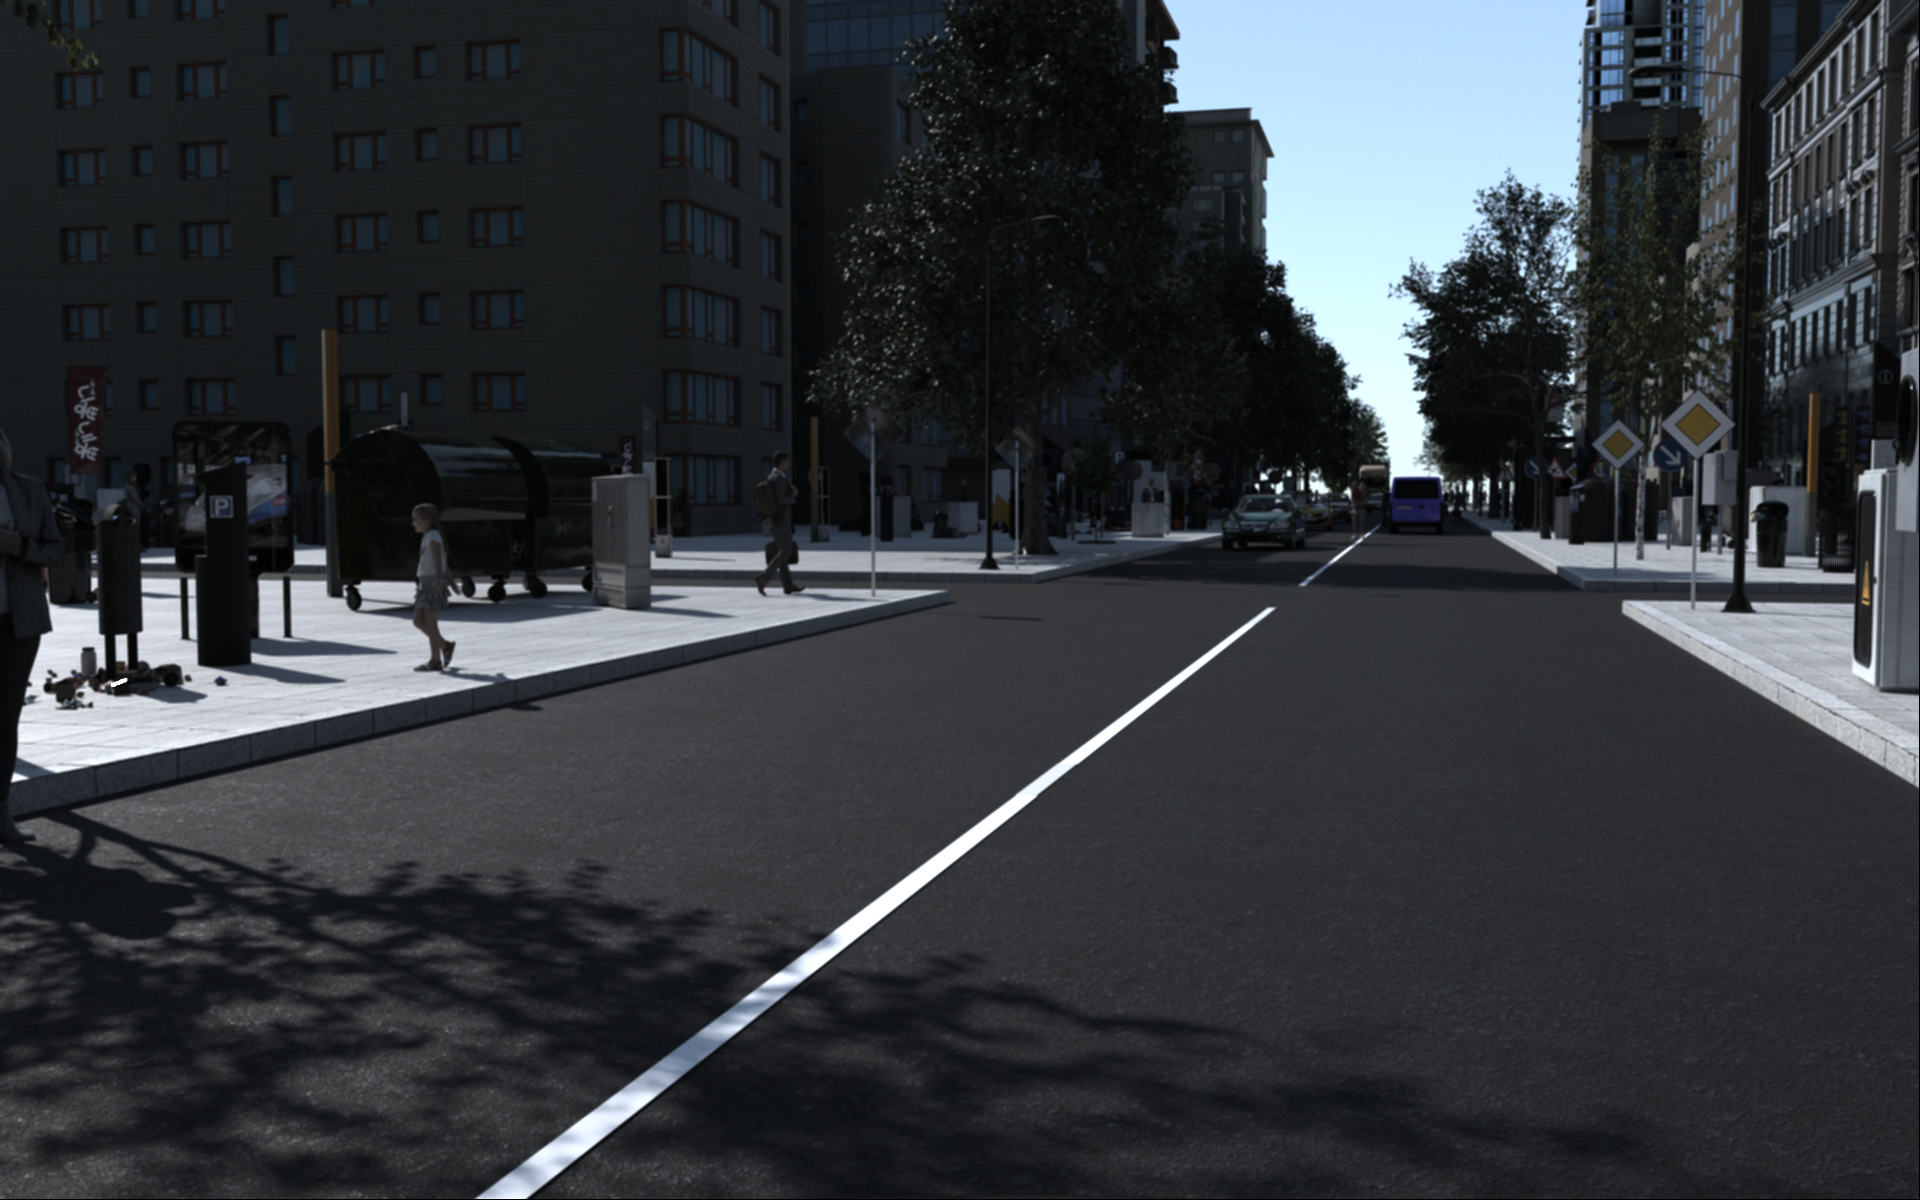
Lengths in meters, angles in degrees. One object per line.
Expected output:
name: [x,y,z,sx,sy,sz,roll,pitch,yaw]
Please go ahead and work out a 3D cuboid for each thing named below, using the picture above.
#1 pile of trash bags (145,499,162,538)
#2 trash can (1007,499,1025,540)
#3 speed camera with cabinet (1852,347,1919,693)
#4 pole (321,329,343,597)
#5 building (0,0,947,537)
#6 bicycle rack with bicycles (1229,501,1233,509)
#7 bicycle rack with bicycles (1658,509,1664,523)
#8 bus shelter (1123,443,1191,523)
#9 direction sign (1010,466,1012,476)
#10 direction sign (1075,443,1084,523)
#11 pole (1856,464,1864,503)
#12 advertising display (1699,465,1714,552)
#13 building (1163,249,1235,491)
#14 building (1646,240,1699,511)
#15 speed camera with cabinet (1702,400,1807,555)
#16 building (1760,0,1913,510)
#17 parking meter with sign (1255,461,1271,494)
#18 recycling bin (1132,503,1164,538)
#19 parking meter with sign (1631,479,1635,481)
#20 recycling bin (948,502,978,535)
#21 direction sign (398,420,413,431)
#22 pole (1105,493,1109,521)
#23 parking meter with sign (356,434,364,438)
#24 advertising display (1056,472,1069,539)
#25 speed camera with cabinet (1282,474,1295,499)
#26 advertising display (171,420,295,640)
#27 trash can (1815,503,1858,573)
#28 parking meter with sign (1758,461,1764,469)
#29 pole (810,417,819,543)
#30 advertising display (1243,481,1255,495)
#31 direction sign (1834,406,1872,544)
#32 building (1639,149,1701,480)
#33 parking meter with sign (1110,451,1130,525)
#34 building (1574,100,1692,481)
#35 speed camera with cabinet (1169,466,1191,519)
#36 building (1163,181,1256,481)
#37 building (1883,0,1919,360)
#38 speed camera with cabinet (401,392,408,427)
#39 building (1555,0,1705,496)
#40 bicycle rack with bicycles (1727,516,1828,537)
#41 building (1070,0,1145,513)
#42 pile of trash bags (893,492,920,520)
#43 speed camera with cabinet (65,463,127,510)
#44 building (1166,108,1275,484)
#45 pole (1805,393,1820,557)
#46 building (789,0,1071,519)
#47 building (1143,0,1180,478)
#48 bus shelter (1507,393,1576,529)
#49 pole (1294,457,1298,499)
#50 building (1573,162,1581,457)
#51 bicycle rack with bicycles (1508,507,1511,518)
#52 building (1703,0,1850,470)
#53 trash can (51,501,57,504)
pile of trash bags: [-19.856,-2.193,45.602,3.447,1.369,1.912,0,4,7]
trash can: [1.691,-2.262,48.643,0.748,1.137,0.748,0,3,0]
speed camera with cabinet: [6.170,-1.018,10.976,0.660,3.252,2.038,1,4,19]
pole: [-7.807,-1.694,21.539,0.158,3.312,0.155,0,3,0]
building: [-17.667,-13.666,68.478,27.650,21.520,28.899,1,4,15]
bicycle rack with bicycles: [13.826,-4.901,93.515,2.852,0.926,2.925,0,4,6]
bicycle rack with bicycles: [29.579,-3.839,76.147,2.925,0.926,2.852,-1,4,-11]
bus shelter: [8.133,-4.721,71.117,2.014,3.302,5.546,1,4,15]
direction sign: [1.843,-5.097,75.335,0.876,3.537,0.379,1,4,14]
direction sign: [5.328,-5.200,77.024,0.379,3.537,0.876,1,4,22]
pole: [30.346,-3.947,58.373,0.158,3.312,0.155,0,3,0]
advertising display: [16.572,-2.032,38.436,0.123,1.923,0.974,2,4,34]
building: [25.861,-26.723,208.615,14.160,30.474,14.107,1,4,15]
building: [66.007,-17.096,124.567,27.650,21.520,28.899,1,4,15]
speed camera with cabinet: [16.910,-2.600,36.851,2.038,3.252,0.660,0,4,-5]
building: [46.373,-17.373,81.316,12.463,27.353,25.104,1,4,15]
parking meter with sign: [15.923,-5.760,90.430,0.543,3.016,1.738,-1,4,-9]
recycling bin: [5.542,-2.356,51.074,0.722,1.027,0.722,3,4,36]
parking meter with sign: [34.631,-5.717,89.731,1.738,3.016,0.543,1,4,16]
recycling bin: [0.090,-2.591,54.922,0.722,1.027,0.722,-3,4,-36]
direction sign: [-17.057,-3.753,53.352,0.876,3.537,0.379,3,5,43]
pole: [6.989,-5.404,82.193,0.158,3.312,0.155,0,3,0]
parking meter with sign: [-16.894,-3.361,51.214,0.543,3.016,1.738,3,5,39]
advertising display: [2.964,-2.748,50.151,0.123,1.923,0.974,-1,4,-12]
speed camera with cabinet: [17.687,-6.048,93.218,0.660,3.252,2.038,1,4,13]
advertising display: [-6.429,-0.620,15.352,0.974,1.923,0.123,-1,4,-15]
trash can: [14.427,-1.025,28.410,0.748,1.137,0.748,0,3,0]
parking meter with sign: [40.895,-5.751,90.285,1.738,3.016,0.543,0,4,2]
pole: [-3.851,-3.180,45.837,0.158,3.312,0.155,0,3,0]
advertising display: [14.017,-4.833,84.225,0.123,1.923,0.974,-2,4,-23]
direction sign: [23.007,-3.226,44.743,0.379,3.537,0.876,-3,4,-38]
building: [65.145,-22.950,146.937,14.160,30.474,14.107,1,4,15]
parking meter with sign: [6.632,-4.551,70.667,0.543,3.016,1.738,1,4,14]
building: [78.273,-33.473,197.401,14.600,45.320,14.200,1,4,15]
speed camera with cabinet: [11.473,-5.809,89.309,2.038,3.252,0.660,-3,5,-40]
building: [29.987,-32.915,221.751,14.154,41.232,14.086,1,4,15]
building: [40.262,-14.123,59.794,11.050,23.489,19.941,1,4,15]
speed camera with cabinet: [-10.783,-2.370,33.084,0.660,3.252,2.038,1,4,12]
building: [91.301,-56.141,230.577,22.319,86.520,31.000,1,4,15]
bicycle rack with bicycles: [24.593,-2.369,52.108,2.925,0.926,2.852,2,4,27]
building: [0.330,-35.415,121.036,21.231,58.520,28.212,1,4,15]
pile of trash bags: [-2.442,-3.516,67.241,1.912,1.369,3.447,0,4,-1]
speed camera with cabinet: [-25.689,-3.516,51.829,2.038,3.252,0.660,1,4,12]
building: [28.433,-40.003,243.281,28.713,52.752,27.495,1,4,15]
pole: [17.237,-2.518,35.018,0.158,3.312,0.155,0,3,0]
building: [-2.109,-27.158,94.145,14.600,45.320,14.200,1,4,15]
building: [6.736,-30.270,149.545,22.147,44.769,28.867,1,4,15]
bus shelter: [22.330,-5.460,66.898,2.179,5.291,8.768,1,4,15]
pole: [18.728,-6.282,96.555,0.158,3.312,0.155,0,3,0]
building: [82.264,-32.262,211.074,14.154,41.232,14.086,1,4,15]
bicycle rack with bicycles: [30.209,-4.731,90.736,2.925,0.926,2.852,-1,4,-13]
building: [53.138,-27.778,104.278,14.600,45.320,14.200,1,4,15]
trash can: [-19.741,-1.556,37.100,0.748,1.137,0.748,0,3,0]
